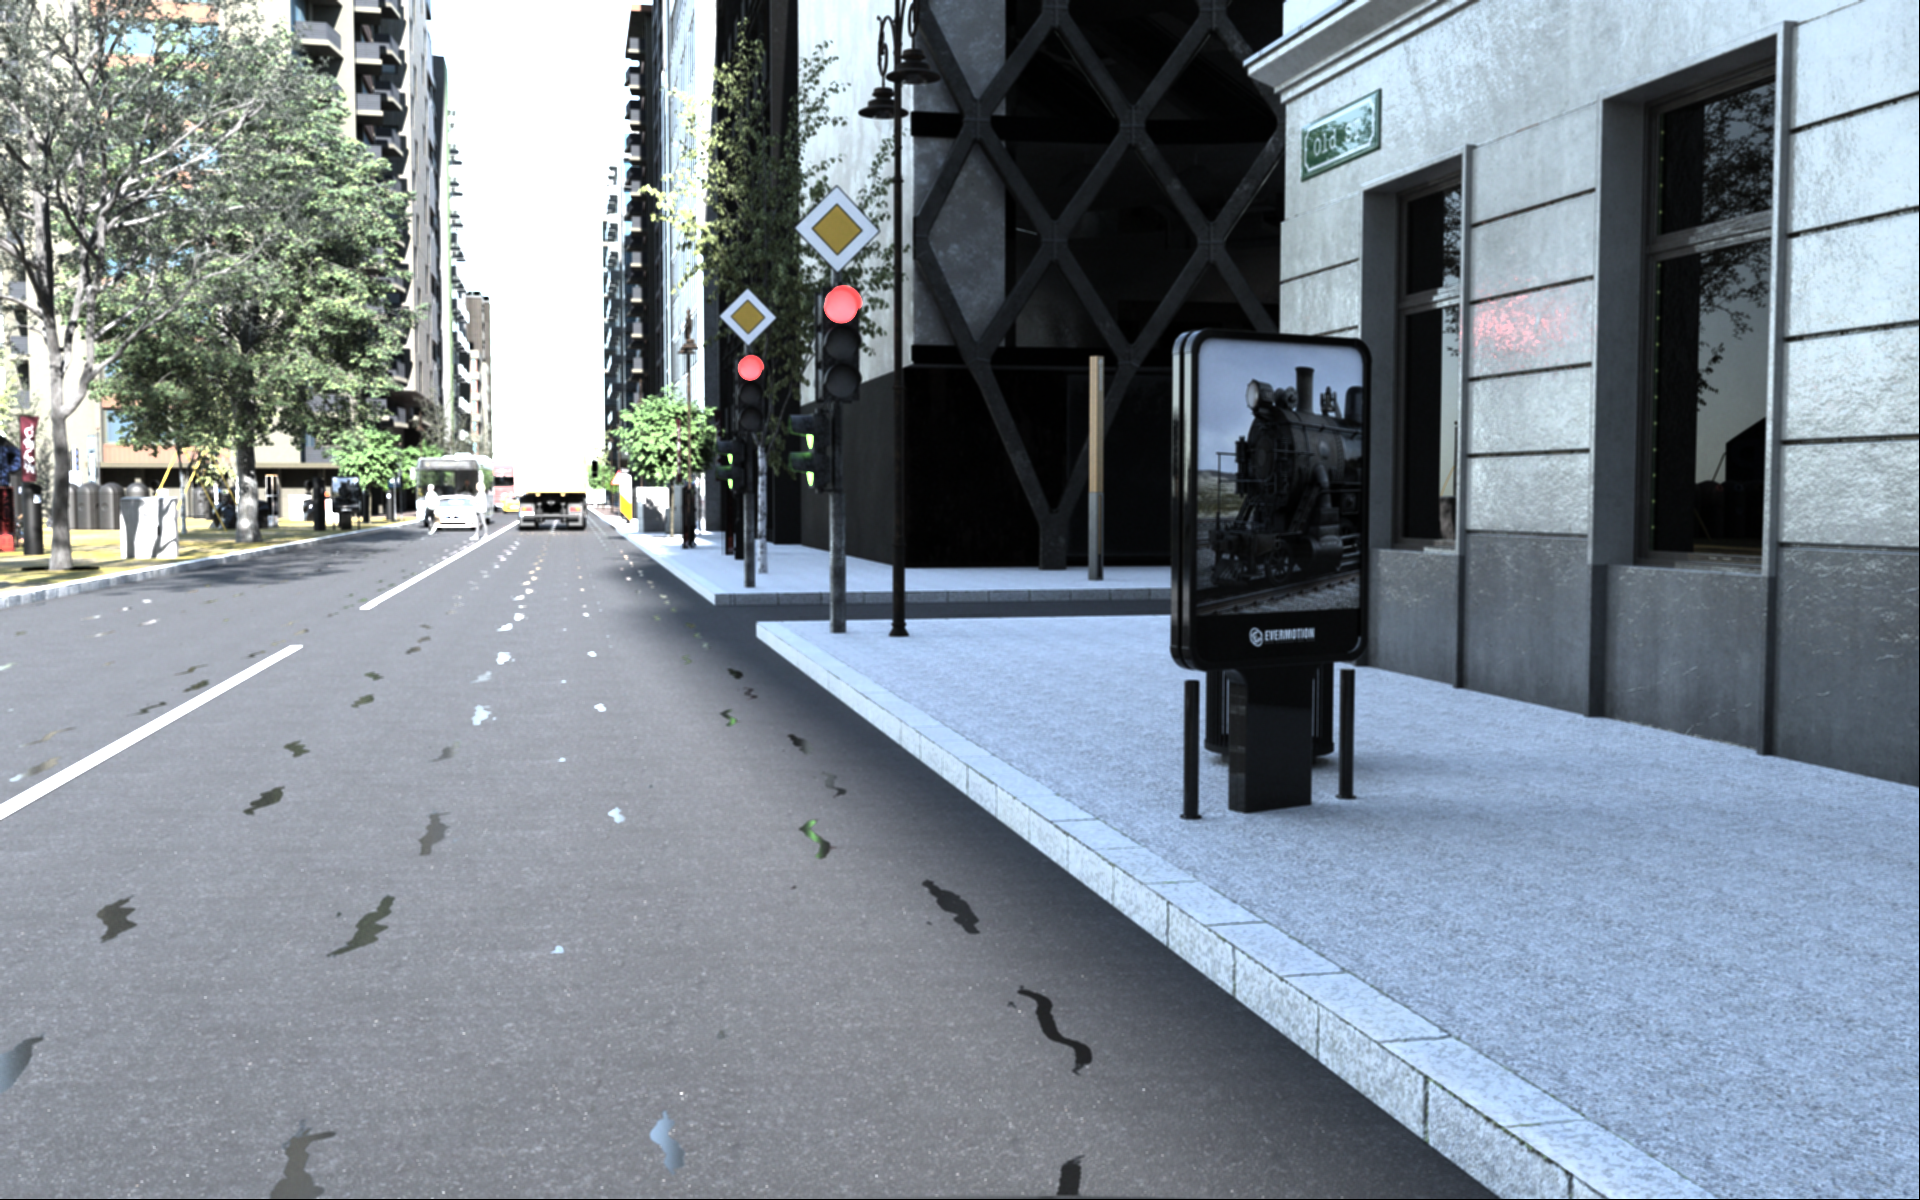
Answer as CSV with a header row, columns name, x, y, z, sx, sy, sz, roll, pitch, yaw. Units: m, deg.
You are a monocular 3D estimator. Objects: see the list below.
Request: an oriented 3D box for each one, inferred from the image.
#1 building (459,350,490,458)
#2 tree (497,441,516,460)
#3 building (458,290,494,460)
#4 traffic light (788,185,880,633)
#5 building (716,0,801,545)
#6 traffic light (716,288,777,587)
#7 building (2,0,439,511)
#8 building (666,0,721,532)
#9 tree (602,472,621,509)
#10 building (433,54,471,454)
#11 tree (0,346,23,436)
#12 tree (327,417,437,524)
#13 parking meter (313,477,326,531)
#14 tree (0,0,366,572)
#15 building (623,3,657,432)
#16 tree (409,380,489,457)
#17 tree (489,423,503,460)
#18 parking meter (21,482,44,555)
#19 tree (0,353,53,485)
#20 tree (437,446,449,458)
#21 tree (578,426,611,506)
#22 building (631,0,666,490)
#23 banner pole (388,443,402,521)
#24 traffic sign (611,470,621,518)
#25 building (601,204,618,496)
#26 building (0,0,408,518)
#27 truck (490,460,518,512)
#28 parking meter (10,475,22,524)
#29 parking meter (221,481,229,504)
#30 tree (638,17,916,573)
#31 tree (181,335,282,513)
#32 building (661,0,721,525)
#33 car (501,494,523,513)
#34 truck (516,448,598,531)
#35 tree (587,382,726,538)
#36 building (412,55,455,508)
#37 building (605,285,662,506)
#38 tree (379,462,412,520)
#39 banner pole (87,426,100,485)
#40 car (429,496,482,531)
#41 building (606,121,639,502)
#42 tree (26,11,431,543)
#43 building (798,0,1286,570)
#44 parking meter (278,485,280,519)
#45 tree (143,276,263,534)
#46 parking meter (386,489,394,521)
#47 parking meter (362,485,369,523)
name,x,y,z,sx,sy,sz,roll,pitch,yaw
building,-74.353,-22.867,218.921,27.650,21.520,28.899,-1,4,-13
tree,-63.126,-17.864,242.437,4.737,8.622,4.395,0,3,0
building,-72.596,-28.706,241.050,14.160,30.474,14.107,-1,4,-13
traffic light,-1.150,-1.653,15.946,0.839,4.253,0.868,-1,4,-13
building,-0.458,-13.617,52.308,12.332,23.373,15.834,-1,4,-13
traffic light,-2.916,-2.129,23.734,0.839,4.253,0.868,-1,4,-13
building,-54.946,-33.236,132.653,28.713,52.752,27.495,-1,4,-13
building,-5.065,-15.382,69.525,12.078,24.808,19.932,-1,4,-13
tree,-29.467,-9.371,147.810,1.663,3.219,1.824,0,3,0
building,-65.829,-34.864,189.635,23.786,49.044,30.456,-1,4,-13
tree,-43.979,-7.662,75.631,4.737,8.622,4.395,0,3,0
tree,-25.422,-5.539,74.280,4.285,4.588,4.351,0,3,0
parking meter,-22.442,-3.362,60.676,0.255,1.863,0.399,1,4,14
tree,-15.024,-7.247,28.863,12.009,13.543,11.850,0,3,0
building,-18.973,-30.755,157.475,22.147,44.769,28.867,-1,4,-13
tree,-33.482,-9.918,112.515,4.360,8.622,3.978,0,3,0
tree,-46.961,-13.437,170.064,4.360,8.622,3.978,0,3,0
parking meter,-19.531,-1.716,36.470,0.372,1.533,0.369,0,3,0
tree,-47.726,-8.347,86.835,4.360,8.622,3.978,0,3,0
tree,-31.235,-7.181,101.125,4.285,4.588,4.351,0,3,0
tree,-38.419,-14.154,181.786,4.737,8.622,4.395,0,3,0
building,-14.840,-42.449,132.285,20.563,71.187,20.611,-1,4,-13
banner pole,-27.517,-5.779,84.508,0.863,3.779,0.401,-2,4,-32
traffic sign,-18.644,-5.794,94.740,0.884,2.594,0.081,0,4,-5
building,-43.804,-34.471,247.190,14.154,41.232,14.086,-1,4,-13
building,-46.305,-27.606,105.990,22.147,44.769,28.867,-1,4,-13
truck,-37.784,-9.409,142.751,2.839,4.237,11.283,-1,4,-13
parking meter,-29.345,-2.953,53.992,0.255,1.863,0.399,1,4,17
parking meter,-33.544,-4.486,79.061,0.255,1.863,0.399,-2,4,-33
tree,-2.973,-4.743,27.912,4.737,8.622,4.395,0,3,0
tree,-30.157,-7.447,72.122,4.737,8.622,4.395,0,3,0
building,-8.602,-16.581,89.125,12.078,24.808,19.932,-1,4,-13
car,-33.281,-7.298,129.539,2.015,1.641,3.980,-1,4,-13
truck,-16.739,-4.622,71.490,3.469,3.379,9.791,-1,4,-11
tree,-8.548,-4.102,50.782,4.285,4.588,4.351,0,3,0
building,-53.316,-28.857,155.412,14.154,41.232,14.086,-1,4,-13
building,-24.732,-31.104,200.433,32.217,40.220,23.993,-1,4,-13
tree,-28.051,-5.570,85.668,1.663,3.219,1.824,0,3,0
banner pole,-32.114,-4.544,64.313,0.863,3.779,0.401,2,4,29
car,-20.107,-3.469,69.084,2.083,1.381,4.827,-1,4,-13
building,-34.491,-37.077,225.820,23.786,49.044,30.456,-1,4,-13
tree,-18.961,-8.490,45.460,9.857,13.997,8.962,0,3,0
building,6.038,-10.327,36.292,16.811,18.784,16.820,-1,4,-13
parking meter,-35.743,-5.180,90.410,0.255,1.863,0.399,3,5,39
tree,-24.657,-6.419,55.310,4.360,8.622,3.978,0,3,0
parking meter,-27.627,-4.618,83.912,0.372,1.533,0.369,0,3,0
parking meter,-26.791,-4.433,78.188,0.255,1.863,0.399,-3,5,-41
